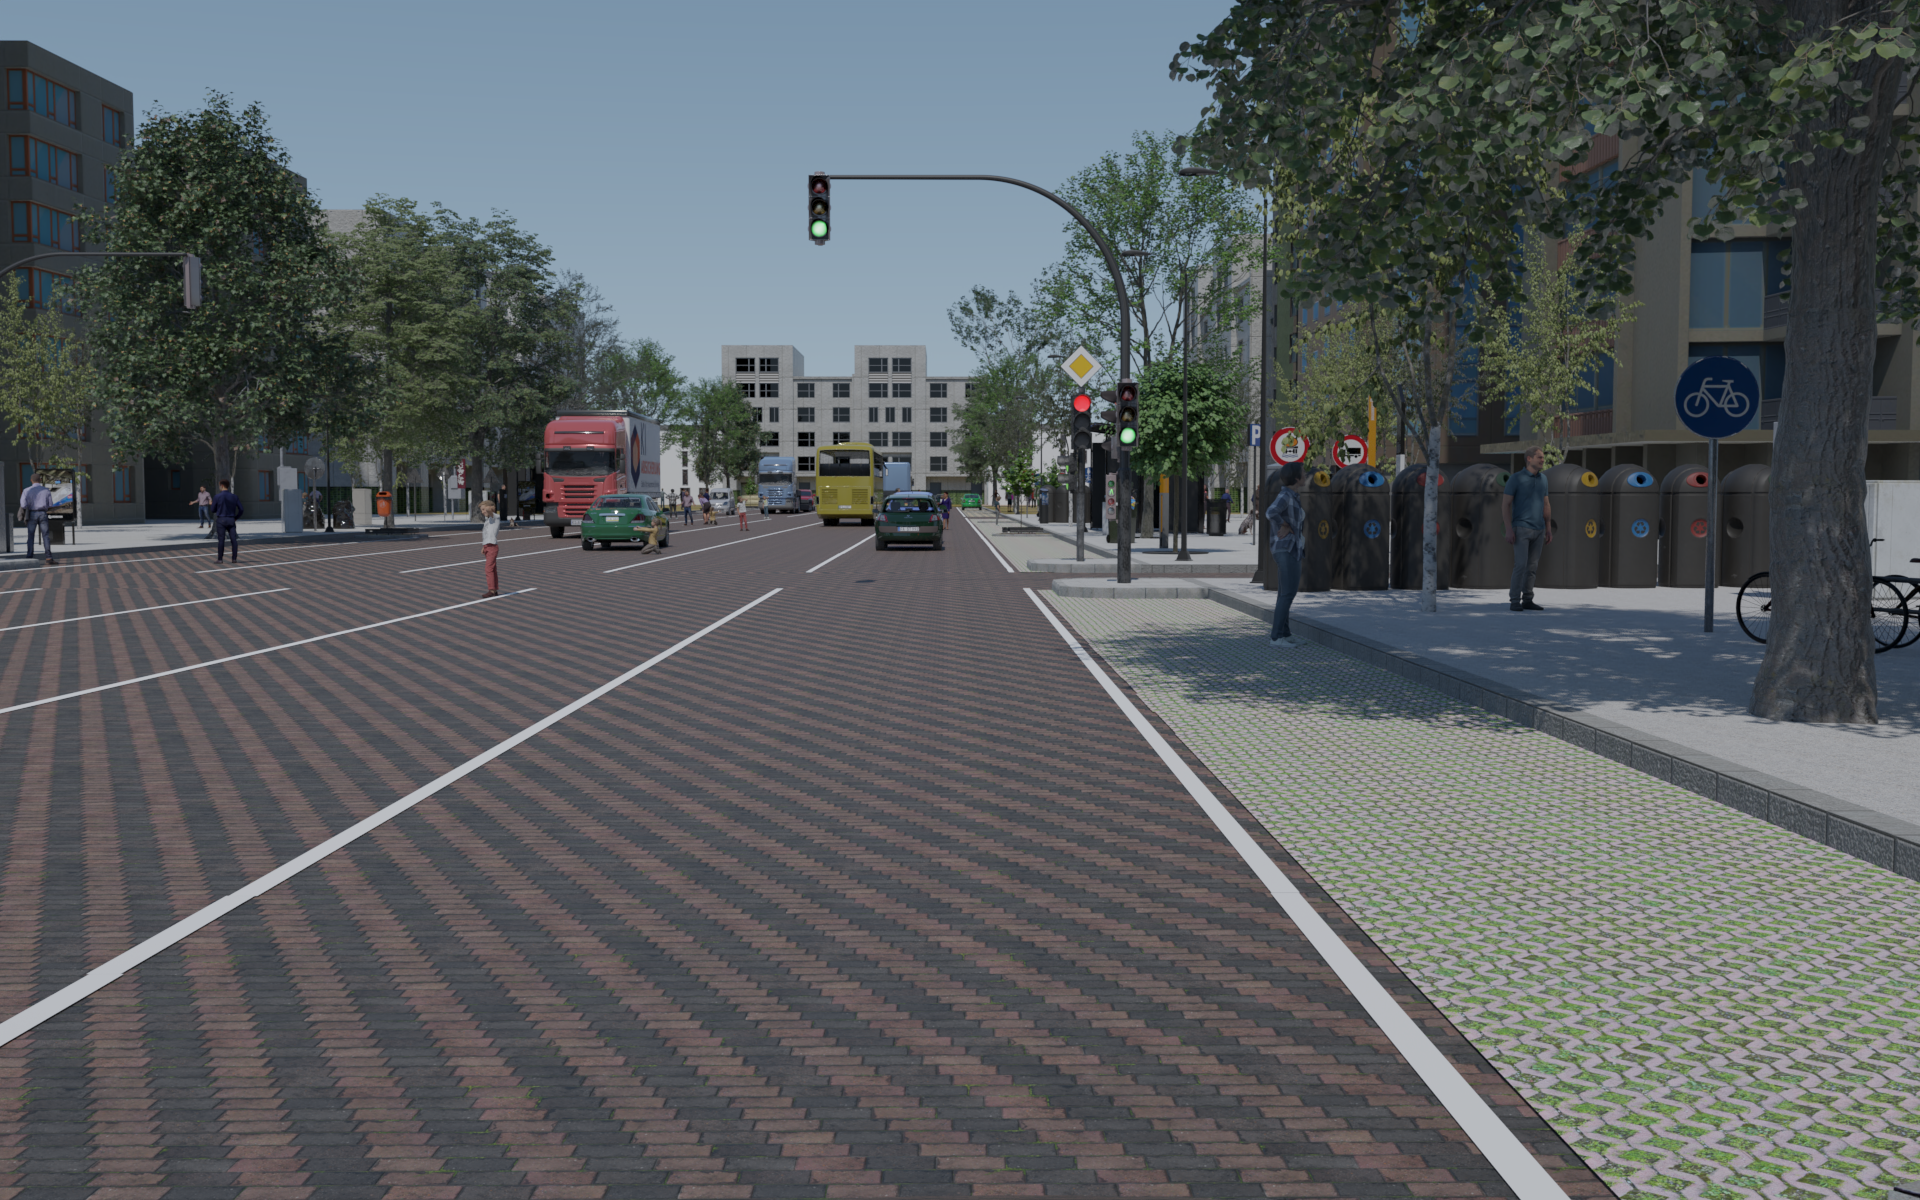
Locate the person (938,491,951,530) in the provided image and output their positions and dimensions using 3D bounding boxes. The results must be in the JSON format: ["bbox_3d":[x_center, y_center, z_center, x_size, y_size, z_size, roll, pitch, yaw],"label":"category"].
[{"bbox_3d":[-0.610,-3.556,69.019,0.453,1.535,0.546,1,4,12],"label":"person"}]

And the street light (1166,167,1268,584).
[{"bbox_3d":[3.803,-3.195,24.772,1.470,5.913,1.316,0,4,0],"label":"street light"}]

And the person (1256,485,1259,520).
[{"bbox_3d":[14.811,-4.804,85.282,0.600,1.739,0.565,2,4,30],"label":"person"}]

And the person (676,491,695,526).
[{"bbox_3d":[-12.241,-4.119,77.806,0.963,1.587,0.435,1,4,12],"label":"person"}]

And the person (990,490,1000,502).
[{"bbox_3d":[3.419,-9.787,166.887,1.217,1.723,0.721,-3,5,-40],"label":"person"}]

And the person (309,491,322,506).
[{"bbox_3d":[-37.735,-5.776,101.424,0.756,1.711,0.436,-1,4,-21],"label":"person"}]

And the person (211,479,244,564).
[{"bbox_3d":[-15.190,-1.628,35.821,0.504,1.737,0.576,3,5,39],"label":"person"}]

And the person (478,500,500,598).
[{"bbox_3d":[-6.558,-0.715,24.095,0.340,1.345,0.435,-3,4,-36],"label":"person"}]

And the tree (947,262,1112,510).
[{"bbox_3d":[6.016,-17.385,140.138,12.611,20.169,13.585,0,3,0],"label":"tree"}]

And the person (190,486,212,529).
[{"bbox_3d":[-28.143,-3.450,64.415,0.963,1.587,0.435,0,4,8],"label":"person"}]

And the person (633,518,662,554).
[{"bbox_3d":[-7.435,-1.520,41.279,0.695,0.859,0.347,1,4,11],"label":"person"}]

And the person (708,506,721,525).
[{"bbox_3d":[-11.413,-3.914,80.416,0.347,0.859,0.695,1,4,22],"label":"person"}]

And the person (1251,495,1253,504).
[{"bbox_3d":[14.953,-4.814,87.449,0.600,1.496,0.574,1,4,19],"label":"person"}]

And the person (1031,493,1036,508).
[{"bbox_3d":[6.728,-9.333,158.569,1.348,1.831,0.705,1,4,15],"label":"person"}]

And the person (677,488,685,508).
[{"bbox_3d":[-26.260,-9.664,163.681,0.705,1.869,1.348,2,4,28],"label":"person"}]

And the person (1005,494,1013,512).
[{"bbox_3d":[3.660,-7.285,125.941,0.721,1.735,1.217,-3,5,-39],"label":"person"}]

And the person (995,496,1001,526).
[{"bbox_3d":[1.699,-3.982,77.511,0.340,1.345,0.435,-3,4,-36],"label":"person"}]

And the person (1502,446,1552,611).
[{"bbox_3d":[6.275,-0.791,19.100,0.598,1.807,0.434,-1,4,-10],"label":"person"}]

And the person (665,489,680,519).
[{"bbox_3d":[-16.389,-5.481,98.829,0.841,1.734,0.376,0,4,-5],"label":"person"}]

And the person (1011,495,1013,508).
[{"bbox_3d":[4.981,-9.357,162.255,0.991,1.433,0.599,-2,4,-30],"label":"person"}]

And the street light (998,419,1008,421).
[{"bbox_3d":[3.066,-8.260,107.598,1.470,5.913,1.316,0,4,0],"label":"street light"}]

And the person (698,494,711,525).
[{"bbox_3d":[-12.024,-4.259,81.370,0.697,1.427,0.421,2,4,28],"label":"person"}]

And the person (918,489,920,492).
[{"bbox_3d":[-3.276,-8.025,139.725,0.705,1.821,1.348,0,4,-3],"label":"person"}]

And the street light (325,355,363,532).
[{"bbox_3d":[-20.577,-5.217,57.835,1.470,5.913,1.316,0,4,0],"label":"street light"}]

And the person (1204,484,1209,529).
[{"bbox_3d":[8.880,-3.412,63.296,0.415,1.643,0.593,1,4,21],"label":"person"}]

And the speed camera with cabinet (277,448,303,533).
[{"bbox_3d":[-22.421,-3.893,57.978,0.660,3.252,2.038,-2,4,-26],"label":"speed camera with cabinet"}]

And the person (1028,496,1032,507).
[{"bbox_3d":[6.799,-9.859,167.691,0.568,1.767,0.683,-3,5,-41],"label":"person"}]

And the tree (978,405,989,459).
[{"bbox_3d":[3.405,-9.923,112.608,4.360,8.622,3.978,0,3,0],"label":"tree"}]

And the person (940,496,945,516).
[{"bbox_3d":[-1.056,-5.832,107.759,0.340,1.345,0.435,0,4,1],"label":"person"}]

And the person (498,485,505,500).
[{"bbox_3d":[-26.072,-5.665,98.788,0.434,1.807,0.598,3,5,40],"label":"person"}]

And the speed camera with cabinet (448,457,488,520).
[{"bbox_3d":[-24.651,-5.672,87.077,2.038,3.252,0.660,0,4,6],"label":"speed camera with cabinet"}]

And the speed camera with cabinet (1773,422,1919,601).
[{"bbox_3d":[10.834,-1.629,20.962,2.038,3.252,0.660,-1,4,-19],"label":"speed camera with cabinet"}]

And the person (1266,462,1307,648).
[{"bbox_3d":[3.066,-0.432,16.280,0.376,1.734,0.841,1,4,20],"label":"person"}]

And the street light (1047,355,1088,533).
[{"bbox_3d":[3.601,-5.214,57.789,1.470,5.913,1.316,0,4,0],"label":"street light"}]

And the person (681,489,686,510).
[{"bbox_3d":[-22.333,-8.142,140.086,0.530,1.710,0.541,0,4,0],"label":"person"}]

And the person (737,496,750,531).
[{"bbox_3d":[-8.442,-3.368,67.468,0.435,1.345,0.340,-1,4,-21],"label":"person"}]

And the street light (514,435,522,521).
[{"bbox_3d":[-20.636,-6.742,82.773,1.470,5.913,1.316,0,4,0],"label":"street light"}]

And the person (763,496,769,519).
[{"bbox_3d":[-11.351,-5.436,101.288,0.435,1.345,0.340,1,4,10],"label":"person"}]

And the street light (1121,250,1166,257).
[{"bbox_3d":[3.762,-3.705,33.116,1.470,5.913,1.316,0,4,0],"label":"street light"}]

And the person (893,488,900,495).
[{"bbox_3d":[-3.154,-4.721,86.406,0.376,1.734,0.841,3,5,41],"label":"person"}]

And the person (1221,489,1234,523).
[{"bbox_3d":[12.133,-4.246,78.166,0.600,1.496,0.574,-2,4,-28],"label":"person"}]

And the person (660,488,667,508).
[{"bbox_3d":[-27.040,-9.259,157.504,1.350,1.814,0.705,1,4,12],"label":"person"}]

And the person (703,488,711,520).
[{"bbox_3d":[-13.858,-5.258,95.175,0.576,1.737,0.504,3,4,37],"label":"person"}]

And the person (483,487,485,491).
[{"bbox_3d":[-34.813,-7.371,126.562,1.348,1.823,0.705,1,4,15],"label":"person"}]

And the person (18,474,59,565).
[{"bbox_3d":[-18.664,-1.630,35.025,0.709,1.838,0.599,-2,4,-34],"label":"person"}]

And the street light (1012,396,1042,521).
[{"bbox_3d":[3.334,-6.725,82.488,1.470,5.913,1.316,0,4,0],"label":"street light"}]

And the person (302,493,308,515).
[{"bbox_3d":[-27.046,-3.752,71.302,0.435,1.345,0.340,1,4,12],"label":"person"}]
